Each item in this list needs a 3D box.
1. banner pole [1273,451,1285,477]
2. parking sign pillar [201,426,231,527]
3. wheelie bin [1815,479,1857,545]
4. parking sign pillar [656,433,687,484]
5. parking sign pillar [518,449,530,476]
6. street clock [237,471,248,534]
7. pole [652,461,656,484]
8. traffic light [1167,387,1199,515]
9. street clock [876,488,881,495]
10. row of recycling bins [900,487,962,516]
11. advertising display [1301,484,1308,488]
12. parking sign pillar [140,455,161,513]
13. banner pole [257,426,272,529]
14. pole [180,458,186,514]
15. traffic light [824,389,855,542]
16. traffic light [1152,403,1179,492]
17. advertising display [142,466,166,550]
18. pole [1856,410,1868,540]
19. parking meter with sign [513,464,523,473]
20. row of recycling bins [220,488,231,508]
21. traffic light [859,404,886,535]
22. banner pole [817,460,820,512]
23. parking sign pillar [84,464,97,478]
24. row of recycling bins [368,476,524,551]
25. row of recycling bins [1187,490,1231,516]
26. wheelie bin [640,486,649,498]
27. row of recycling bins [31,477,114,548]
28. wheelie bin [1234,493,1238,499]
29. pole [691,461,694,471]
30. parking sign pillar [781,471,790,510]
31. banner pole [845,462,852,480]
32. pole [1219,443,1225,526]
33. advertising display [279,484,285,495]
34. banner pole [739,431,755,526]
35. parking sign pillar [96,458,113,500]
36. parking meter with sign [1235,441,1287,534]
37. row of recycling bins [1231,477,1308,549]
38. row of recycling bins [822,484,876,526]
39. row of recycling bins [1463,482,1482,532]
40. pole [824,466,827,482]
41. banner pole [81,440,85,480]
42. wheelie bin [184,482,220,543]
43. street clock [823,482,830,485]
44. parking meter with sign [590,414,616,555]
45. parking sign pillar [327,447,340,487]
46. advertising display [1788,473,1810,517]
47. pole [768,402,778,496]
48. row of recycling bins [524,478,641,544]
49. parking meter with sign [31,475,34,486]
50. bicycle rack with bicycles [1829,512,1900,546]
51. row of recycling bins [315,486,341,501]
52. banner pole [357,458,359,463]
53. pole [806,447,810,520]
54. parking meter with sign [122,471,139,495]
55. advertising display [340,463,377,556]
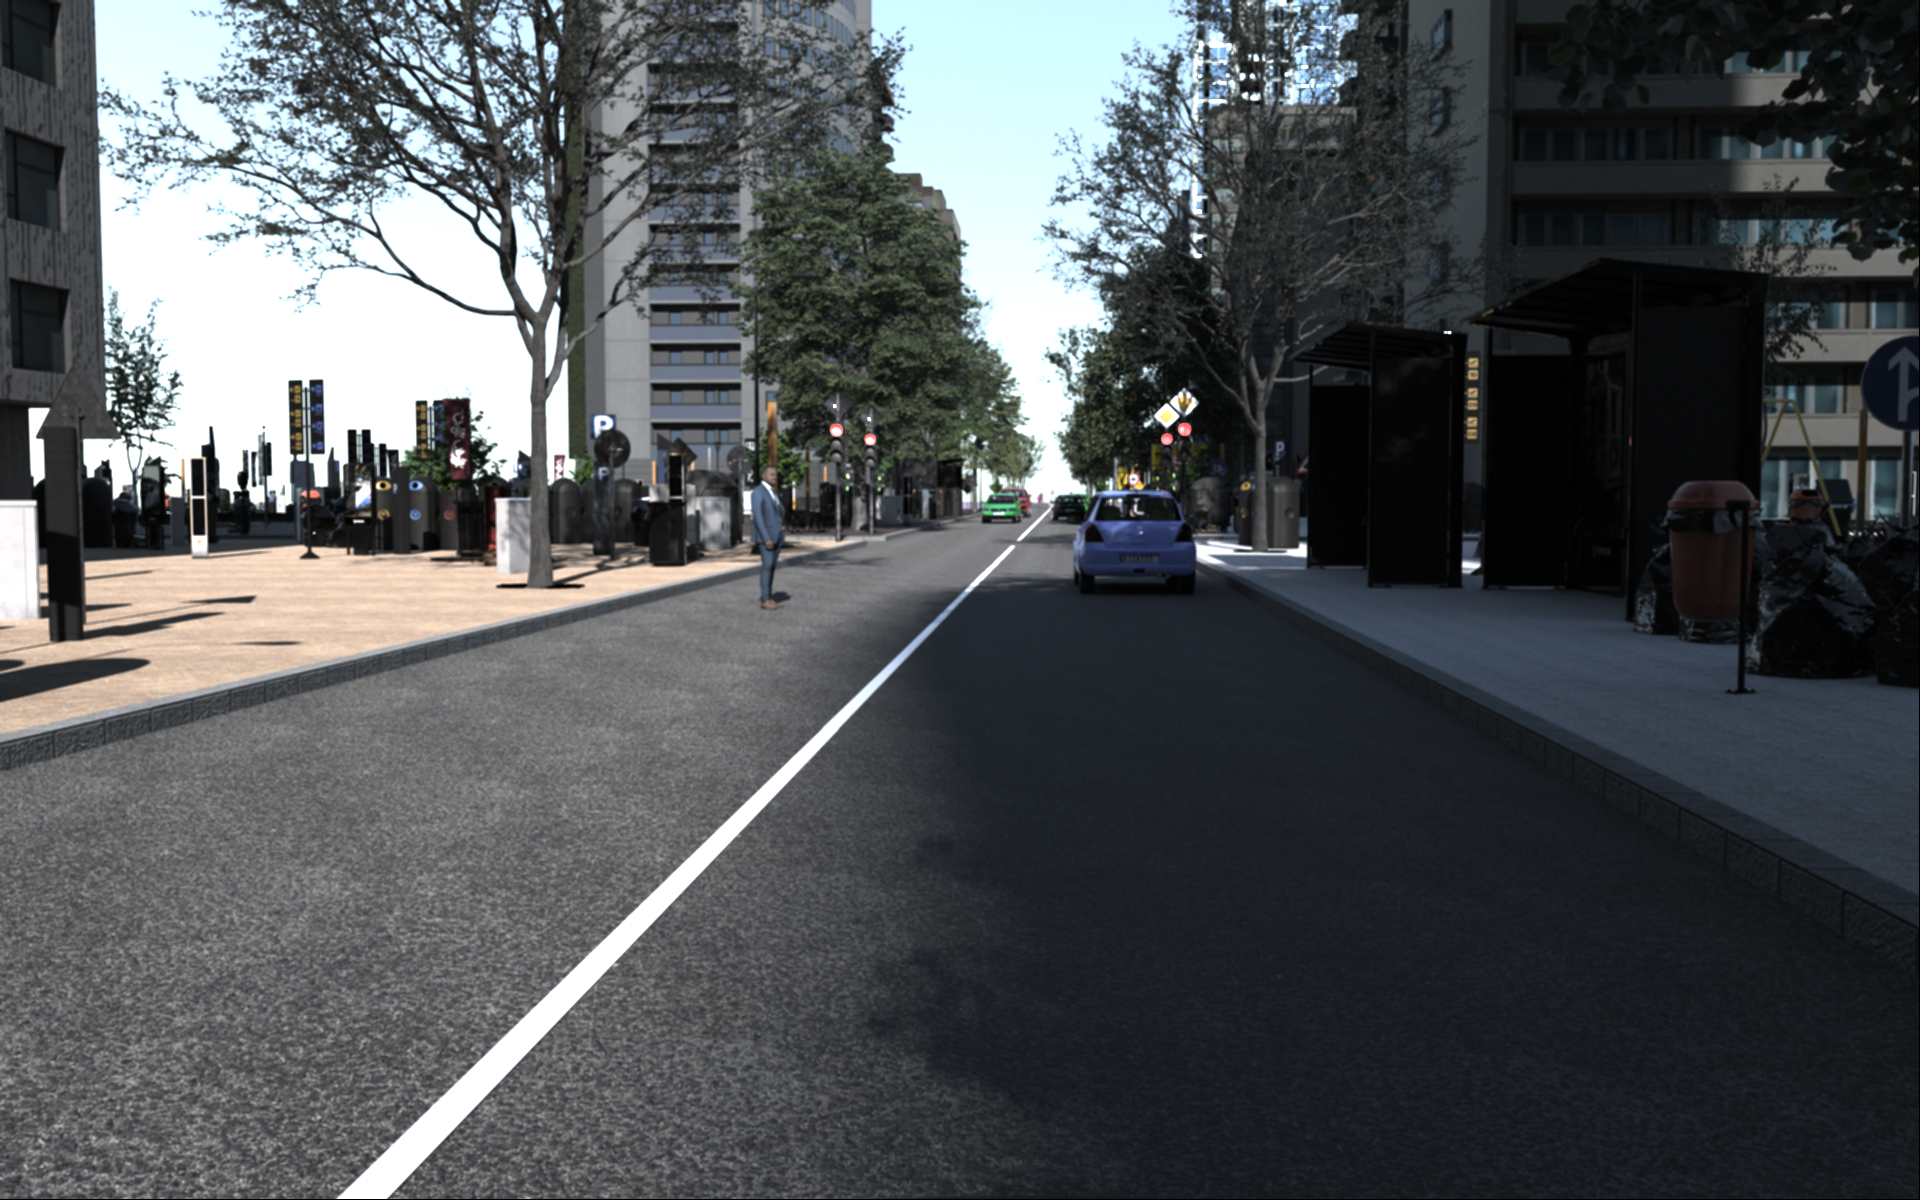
[{"bbox_3d":[16.468,-6.066,89.189,0.863,3.779,0.401,3,5,45],"label":"banner pole"},{"bbox_3d":[-29.353,-4.847,67.727,1.447,3.967,1.447,-2,4,-26],"label":"parking sign pillar"},{"bbox_3d":[18.363,-1.754,36.586,0.980,1.594,0.693,0,4,6],"label":"wheelie bin"},{"bbox_3d":[-12.721,-5.381,76.456,1.447,3.967,1.447,0,4,2],"label":"parking sign pillar"},{"bbox_3d":[-25.906,-7.093,104.439,1.447,3.967,1.447,-2,4,-31],"label":"parking sign pillar"},{"bbox_3d":[-22.765,-3.085,55.007,0.358,2.002,0.471,-3,4,-37],"label":"street clock"},{"bbox_3d":[-18.864,-6.911,106.838,0.158,3.312,0.155,0,3,0],"label":"pole"},{"bbox_3d":[5.900,-3.480,45.821,0.839,4.253,0.868,0,4,3],"label":"traffic light"},{"bbox_3d":[-4.952,-6.171,105.462,0.358,2.002,0.471,1,4,20],"label":"street clock"},{"bbox_3d":[-1.588,-5.753,101.179,3.534,1.692,1.069,1,4,10],"label":"row of recycling bins"},{"bbox_3d":[22.867,-6.689,114.572,0.974,1.923,0.123,-1,4,-23],"label":"advertising display"},{"bbox_3d":[-56.041,-8.044,119.991,1.447,3.967,1.447,3,5,45],"label":"parking sign pillar"},{"bbox_3d":[-25.578,-4.496,63.519,0.401,3.779,0.863,-3,5,-43],"label":"banner pole"},{"bbox_3d":[-43.831,-6.354,97.729,0.158,3.312,0.155,0,3,0],"label":"pole"},{"bbox_3d":[-3.245,-3.513,46.358,0.839,4.253,0.868,0,4,3],"label":"traffic light"},{"bbox_3d":[6.384,-3.968,53.791,0.839,4.253,0.868,0,4,3],"label":"traffic light"},{"bbox_3d":[-18.485,-2.111,39.723,0.974,1.923,0.123,3,5,43],"label":"advertising display"},{"bbox_3d":[21.873,-2.946,42.009,0.158,3.312,0.155,0,3,0],"label":"pole"},{"bbox_3d":[-25.369,-6.370,100.408,0.543,3.016,1.738,0,4,2],"label":"parking meter with sign"},{"bbox_3d":[-51.022,-6.880,119.598,1.069,1.692,3.534,-2,4,-31],"label":"row of recycling bins"},{"bbox_3d":[-2.762,-4.000,54.328,0.839,4.253,0.868,0,4,3],"label":"traffic light"},{"bbox_3d":[-10.168,-8.282,125.422,0.401,3.779,0.863,0,4,-5],"label":"banner pole"},{"bbox_3d":[-57.201,-7.562,112.107,1.447,3.967,1.447,0,4,3],"label":"parking sign pillar"},{"bbox_3d":[-11.972,-1.996,39.744,3.534,1.692,1.069,0,4,6],"label":"row of recycling bins"},{"bbox_3d":[15.177,-5.844,102.667,3.534,1.692,1.069,0,4,-6],"label":"row of recycling bins"},{"bbox_3d":[-12.557,-3.734,68.959,0.980,1.594,0.693,-1,4,-16],"label":"wheelie bin"},{"bbox_3d":[-22.219,-2.115,41.697,3.534,1.692,1.069,0,4,-2],"label":"row of recycling bins"},{"bbox_3d":[15.457,-5.354,95.438,0.693,1.594,0.980,1,4,9],"label":"wheelie bin"},{"bbox_3d":[-15.501,-6.520,100.452,0.158,3.312,0.155,0,3,0],"label":"pole"},{"bbox_3d":[-9.186,-6.014,86.800,1.447,3.967,1.447,-3,4,-36],"label":"parking sign pillar"},{"bbox_3d":[-7.402,-7.804,117.606,0.863,3.779,0.401,-1,4,-23],"label":"banner pole"},{"bbox_3d":[10.578,-4.649,69.862,0.158,3.312,0.155,0,3,0],"label":"pole"},{"bbox_3d":[-44.246,-6.595,113.041,0.123,1.923,0.974,-3,4,-37],"label":"advertising display"},{"bbox_3d":[-8.468,-4.815,68.742,0.863,3.779,0.401,1,4,15],"label":"banner pole"},{"bbox_3d":[-64.978,-8.741,131.393,1.447,3.967,1.447,1,4,11],"label":"parking sign pillar"},{"bbox_3d":[9.750,-3.667,56.224,1.738,3.016,0.543,-2,4,-28],"label":"parking meter with sign"},{"bbox_3d":[7.543,-2.145,42.180,1.069,1.692,3.534,0,4,-2],"label":"row of recycling bins"},{"bbox_3d":[-4.499,-3.872,70.424,1.069,1.692,3.534,-2,4,-32],"label":"row of recycling bins"},{"bbox_3d":[17.524,-3.281,60.765,1.069,1.692,3.534,0,4,-1],"label":"row of recycling bins"},{"bbox_3d":[-9.889,-8.177,127.539,0.158,3.312,0.155,0,3,0],"label":"pole"},{"bbox_3d":[-29.474,-4.131,57.556,0.401,3.779,0.863,2,4,34],"label":"banner pole"},{"bbox_3d":[-19.707,-2.269,45.008,0.980,1.594,0.693,2,4,32],"label":"wheelie bin"},{"bbox_3d":[-7.973,-6.022,103.030,0.471,2.002,0.358,-3,4,-36],"label":"street clock"},{"bbox_3d":[-7.658,-2.501,37.150,0.543,3.016,1.738,-1,4,-10],"label":"parking meter with sign"},{"bbox_3d":[-35.805,-6.759,98.989,1.447,3.967,1.447,-2,4,-31],"label":"parking sign pillar"},{"bbox_3d":[26.104,-2.978,53.899,0.974,1.923,0.123,-2,4,-35],"label":"advertising display"},{"bbox_3d":[-4.142,-2.721,38.325,0.158,3.312,0.155,0,3,0],"label":"pole"},{"bbox_3d":[-9.814,-2.305,44.793,3.534,1.692,1.069,-3,5,-43],"label":"row of recycling bins"},{"bbox_3d":[-37.529,-4.481,69.522,1.738,3.016,0.543,-2,4,-26],"label":"parking meter with sign"},{"bbox_3d":[17.889,-1.230,33.486,2.925,0.926,2.852,-1,4,-12],"label":"bicycle rack with bicycles"},{"bbox_3d":[-46.649,-7.278,126.102,3.534,1.692,1.069,1,4,12],"label":"row of recycling bins"},{"bbox_3d":[-41.791,-8.006,120.908,0.401,3.779,0.863,2,4,34],"label":"banner pole"},{"bbox_3d":[-6.160,-4.662,70.070,0.158,3.312,0.155,0,3,0],"label":"pole"},{"bbox_3d":[-63.997,-8.371,133.134,1.738,3.016,0.543,1,4,15],"label":"parking meter with sign"},{"bbox_3d":[-12.549,-1.897,36.232,0.974,1.923,0.123,2,4,35],"label":"advertising display"}]
